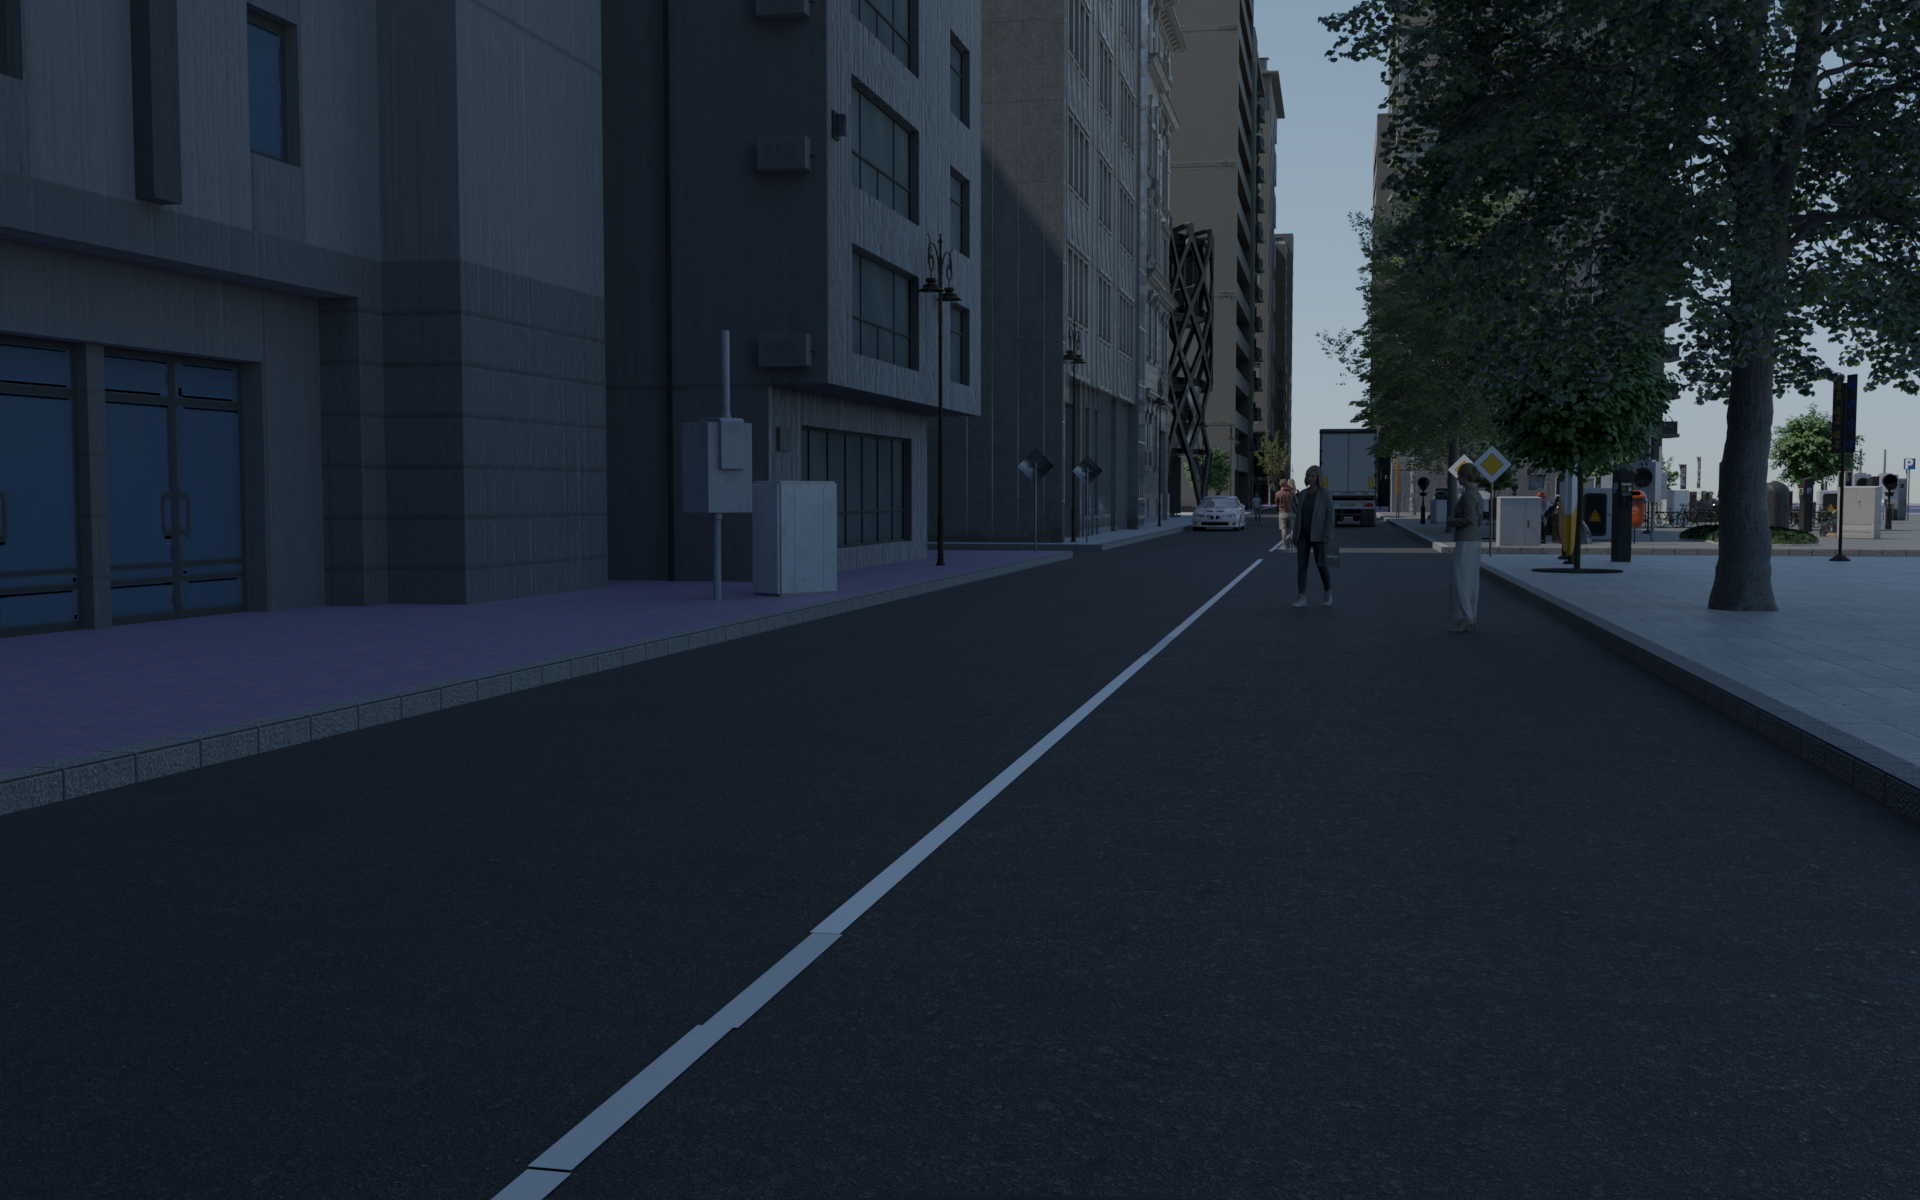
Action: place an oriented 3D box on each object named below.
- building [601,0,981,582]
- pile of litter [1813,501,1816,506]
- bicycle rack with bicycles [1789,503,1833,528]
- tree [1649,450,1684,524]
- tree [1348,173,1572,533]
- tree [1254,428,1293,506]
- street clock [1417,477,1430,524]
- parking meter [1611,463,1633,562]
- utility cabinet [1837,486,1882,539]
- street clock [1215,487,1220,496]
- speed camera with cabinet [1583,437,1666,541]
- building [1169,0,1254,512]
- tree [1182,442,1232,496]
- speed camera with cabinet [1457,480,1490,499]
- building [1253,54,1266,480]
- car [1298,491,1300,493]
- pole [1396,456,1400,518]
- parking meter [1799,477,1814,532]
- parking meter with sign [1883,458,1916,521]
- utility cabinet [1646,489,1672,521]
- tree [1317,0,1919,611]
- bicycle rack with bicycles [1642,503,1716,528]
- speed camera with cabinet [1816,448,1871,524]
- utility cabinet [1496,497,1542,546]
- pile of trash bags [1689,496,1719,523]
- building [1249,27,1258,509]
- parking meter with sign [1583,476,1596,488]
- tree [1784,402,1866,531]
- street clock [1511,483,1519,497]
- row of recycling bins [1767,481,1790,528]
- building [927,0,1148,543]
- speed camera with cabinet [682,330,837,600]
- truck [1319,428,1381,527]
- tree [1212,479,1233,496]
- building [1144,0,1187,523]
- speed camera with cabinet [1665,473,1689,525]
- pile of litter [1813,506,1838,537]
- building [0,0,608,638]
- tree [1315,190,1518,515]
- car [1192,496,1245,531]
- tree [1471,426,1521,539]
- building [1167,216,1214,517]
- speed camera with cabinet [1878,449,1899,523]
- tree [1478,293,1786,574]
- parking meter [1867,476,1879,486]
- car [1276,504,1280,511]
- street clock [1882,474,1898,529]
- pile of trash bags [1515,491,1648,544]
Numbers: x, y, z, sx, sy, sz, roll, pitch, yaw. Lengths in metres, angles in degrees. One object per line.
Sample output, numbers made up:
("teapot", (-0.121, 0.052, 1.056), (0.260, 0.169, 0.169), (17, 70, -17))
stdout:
("building", (-7.167, -15.939, 32.300), (14.107, 30.474, 14.160), (1, 4, 12))
("pile of litter", (53.336, -5.718, 107.450), (1.719, 0.858, 1.176), (-2, 4, -27))
("bicycle rack with bicycles", (35.135, -3.601, 72.263), (2.852, 0.926, 2.925), (1, 4, 22))
("tree", (30.650, -4.972, 75.893), (1.663, 3.219, 1.824), (0, 3, 0))
("tree", (16.792, -8.506, 57.203), (7.486, 12.596, 7.792), (0, 3, 0))
("tree", (34.933, -14.894, 193.879), (4.737, 8.622, 4.395), (0, 3, 0))
("street clock", (19.640, -4.212, 73.431), (0.471, 2.002, 0.358), (0, 4, 4))
("parking meter", (12.493, -1.650, 32.683), (0.255, 1.863, 0.399), (0, 4, -3))
("utility cabinet", (25.756, -2.504, 49.619), (0.318, 1.500, 1.173), (-2, 4, -26))
("street clock", (16.563, -6.534, 111.402), (0.358, 2.002, 0.471), (1, 4, 13))
("speed camera with cabinet", (18.074, -3.248, 47.433), (2.038, 3.252, 0.660), (3, 4, 38))
("building", (10.858, -31.055, 131.446), (21.300, 48.544, 21.600), (1, 4, 12))
("tree", (15.384, -7.557, 107.266), (4.285, 4.588, 4.351), (0, 3, 0))
("speed camera with cabinet", (27.464, -6.014, 92.662), (2.038, 3.252, 0.660), (1, 4, 16))
("building", (18.581, -31.606, 171.380), (22.147, 44.769, 28.867), (1, 4, 12))
("car", (40.305, -11.852, 202.447), (2.281, 1.827, 5.304), (1, 4, 11))
("pole", (23.350, -6.024, 92.343), (0.158, 3.312, 0.155), (0, 3, 0))
("parking meter", (28.552, -3.226, 58.450), (0.399, 1.863, 0.255), (-1, 4, -9))
("parking meter with sign", (45.535, -5.369, 84.048), (1.738, 3.016, 0.543), (-2, 4, -29))
("utility cabinet", (33.126, -4.489, 82.080), (0.318, 1.500, 1.173), (-2, 4, -32))
("tree", (8.813, -6.866, 18.914), (9.857, 13.997, 8.962), (0, 3, 0))
("bicycle rack with bicycles", (27.488, -3.217, 65.981), (2.852, 0.926, 2.925), (-2, 4, -27))
("speed camera with cabinet", (38.290, -4.936, 75.039), (2.038, 3.252, 0.660), (1, 4, 13))
("utility cabinet", (13.806, -1.934, 42.787), (1.020, 1.237, 0.306), (0, 4, 0))
("pile of trash bags", (37.960, -4.705, 86.672), (3.447, 1.369, 1.912), (2, 4, 23))
("building", (17.922, -28.444, 148.656), (14.154, 41.232, 14.086), (1, 4, 12))
("parking meter with sign", (27.187, -4.825, 75.153), (1.738, 3.016, 0.543), (2, 4, 31))
("tree", (29.956, -4.735, 61.131), (4.285, 4.588, 4.351), (0, 3, 0))
("street clock", (36.516, -6.700, 114.111), (0.471, 2.002, 0.358), (0, 4, 0))
("row of recycling bins", (26.310, -3.057, 57.099), (1.069, 1.692, 3.534), (0, 4, 5))
("building", (-1.074, -14.535, 55.666), (12.078, 24.808, 19.932), (1, 4, 12))
("speed camera with cabinet", (-2.487, -1.672, 21.670), (2.038, 3.252, 0.660), (-3, 5, -45))
("truck", (17.881, -5.536, 79.431), (2.839, 4.237, 11.283), (1, 4, 13))
("tree", (17.777, -7.549, 118.022), (1.663, 3.219, 1.824), (0, 3, 0))
("building", (2.147, -17.722, 77.140), (14.401, 28.519, 23.554), (1, 4, 12))
("speed camera with cabinet", (29.664, -4.787, 72.599), (2.038, 3.252, 0.660), (-2, 4, -28))
("pile of litter", (26.649, -2.331, 52.085), (1.719, 0.858, 1.176), (0, 4, 4))
("building", (-18.098, -28.670, 10.755), (21.231, 58.520, 28.212), (1, 4, 12))
("tree", (28.013, -15.216, 104.677), (12.611, 20.169, 13.585), (0, 3, 0))
("car", (10.290, -3.445, 68.693), (2.083, 1.381, 4.827), (1, 4, 13))
("tree", (15.112, -3.350, 49.371), (1.663, 3.219, 1.824), (0, 3, 0))
("building", (5.648, -14.058, 97.294), (16.820, 18.784, 16.811), (1, 4, 12))
("speed camera with cabinet", (40.373, -5.009, 76.231), (2.038, 3.252, 0.660), (-2, 4, -25))
("tree", (10.130, -2.738, 28.479), (4.285, 4.588, 4.351), (0, 3, 0))
("parking meter", (29.868, -3.118, 56.698), (0.255, 1.863, 0.399), (0, 4, 5))
("car", (28.037, -8.492, 148.436), (1.945, 1.707, 3.694), (1, 4, 14))
("street clock", (33.771, -3.571, 62.954), (0.471, 2.002, 0.358), (1, 4, 12))
("pile of trash bags", (15.961, -2.147, 44.859), (3.447, 1.369, 1.912), (2, 4, 24))
